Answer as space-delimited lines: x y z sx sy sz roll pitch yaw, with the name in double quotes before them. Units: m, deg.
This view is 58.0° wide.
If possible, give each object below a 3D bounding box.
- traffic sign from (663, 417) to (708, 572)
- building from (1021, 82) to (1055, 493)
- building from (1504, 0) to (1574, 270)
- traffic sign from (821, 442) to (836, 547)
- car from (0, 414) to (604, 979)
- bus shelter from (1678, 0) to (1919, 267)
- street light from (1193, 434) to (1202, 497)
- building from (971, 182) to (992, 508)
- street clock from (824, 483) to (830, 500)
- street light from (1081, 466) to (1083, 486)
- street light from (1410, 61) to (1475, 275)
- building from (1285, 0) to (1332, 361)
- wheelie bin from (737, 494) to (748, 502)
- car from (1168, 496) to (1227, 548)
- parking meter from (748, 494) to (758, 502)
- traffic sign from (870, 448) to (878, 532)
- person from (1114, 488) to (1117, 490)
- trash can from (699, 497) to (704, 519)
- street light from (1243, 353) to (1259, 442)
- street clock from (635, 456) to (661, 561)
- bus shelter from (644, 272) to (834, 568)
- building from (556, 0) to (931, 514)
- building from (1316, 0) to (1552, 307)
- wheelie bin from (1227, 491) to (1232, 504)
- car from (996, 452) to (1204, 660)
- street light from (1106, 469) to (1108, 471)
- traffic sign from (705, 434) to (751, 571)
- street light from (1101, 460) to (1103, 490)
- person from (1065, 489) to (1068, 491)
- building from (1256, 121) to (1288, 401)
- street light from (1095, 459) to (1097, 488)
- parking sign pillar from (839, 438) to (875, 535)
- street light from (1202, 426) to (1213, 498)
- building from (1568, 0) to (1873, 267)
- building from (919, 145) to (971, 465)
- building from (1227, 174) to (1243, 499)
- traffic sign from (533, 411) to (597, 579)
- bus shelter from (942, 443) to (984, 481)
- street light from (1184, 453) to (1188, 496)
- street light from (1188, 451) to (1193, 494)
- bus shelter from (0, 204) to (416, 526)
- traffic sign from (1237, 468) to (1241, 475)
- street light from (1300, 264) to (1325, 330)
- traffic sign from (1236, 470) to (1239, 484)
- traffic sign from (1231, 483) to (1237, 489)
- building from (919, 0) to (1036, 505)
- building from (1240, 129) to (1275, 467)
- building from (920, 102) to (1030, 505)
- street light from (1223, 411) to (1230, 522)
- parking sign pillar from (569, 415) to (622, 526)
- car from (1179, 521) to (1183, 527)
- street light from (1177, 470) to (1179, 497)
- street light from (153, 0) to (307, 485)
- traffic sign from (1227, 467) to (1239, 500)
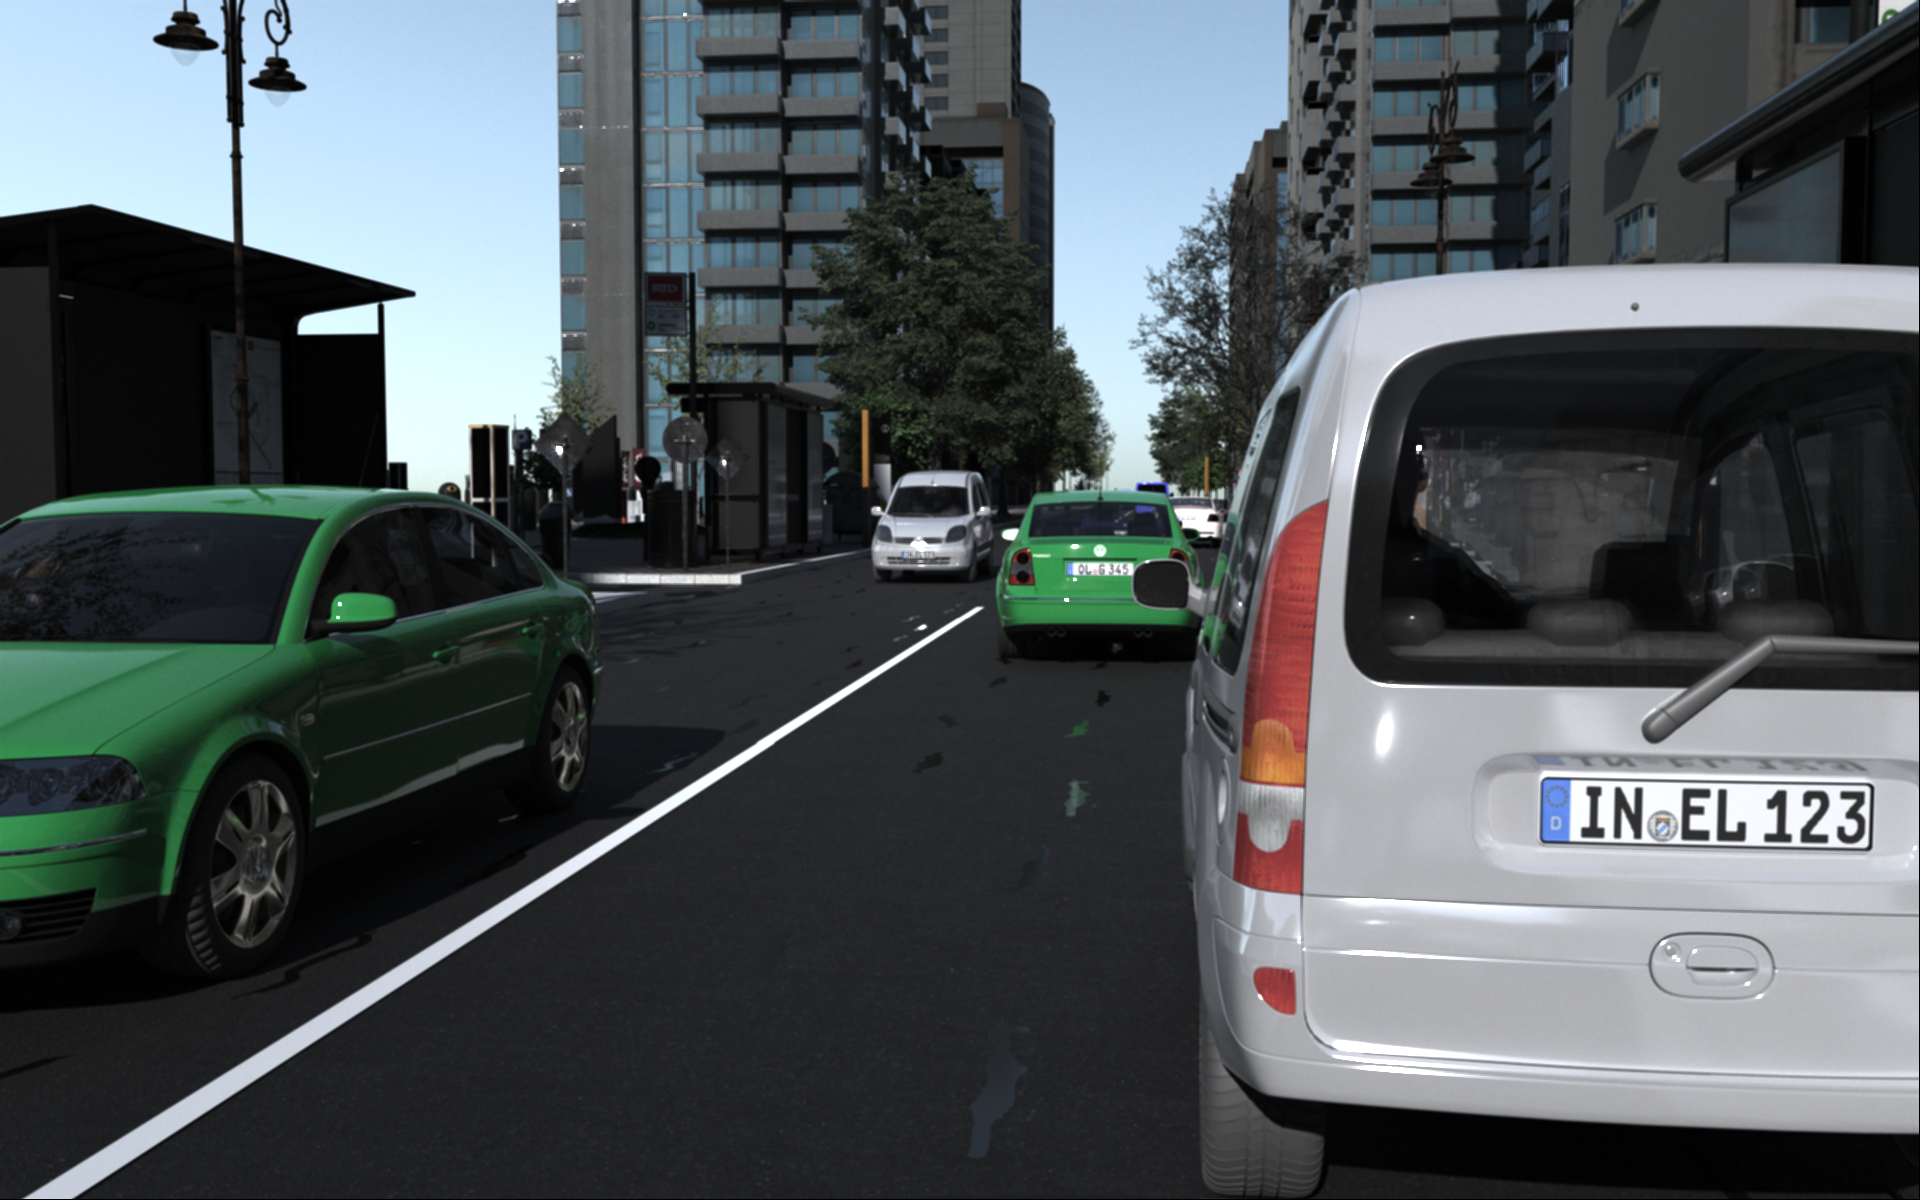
"traffic sign" -4.533 -1.739 28.536 0.768 2.556 0.104 0 4 8
"building" 1.963 -43.012 245.245 21.231 58.520 28.212 0 4 7
"building" 35.559 -46.958 80.439 22.319 86.520 31.000 0 4 7
"traffic sign" -3.385 -2.555 41.883 0.768 2.556 0.104 1 4 10
"car" -2.800 0.134 6.601 1.959 1.807 4.718 0 4 7
"bus shelter" 5.232 -1.906 8.797 2.179 5.291 8.768 0 4 7
"street light" 18.282 -9.761 132.386 0.468 5.910 1.993 0 4 7
"building" -4.745 -23.625 157.963 14.160 30.474 14.107 0 4 7
"street clock" -8.131 -6.151 105.133 0.471 2.002 0.358 0 4 -1
"street light" 12.157 -12.209 172.404 0.468 5.910 1.993 0 4 7
"street light" 5.274 -2.832 19.091 0.468 5.910 1.993 0 4 7
"building" 43.434 -34.493 153.203 28.713 52.752 27.495 0 4 7
"wheelie bin" -13.216 -5.983 105.731 0.693 1.594 0.980 -3 5 -42
"car" 6.272 -2.152 47.550 2.083 1.381 4.827 0 4 8
"parking meter" -7.137 -3.143 59.794 0.372 1.533 0.369 0 3 0
"traffic sign" -2.324 -2.924 47.915 0.768 2.556 0.104 1 4 12
"person" 10.397 -6.543 115.607 1.348 1.807 0.705 -1 4 -13
"trash can" -13.811 -4.854 91.018 0.748 1.137 0.748 0 3 0
"street light" 9.562 -5.153 57.038 0.468 5.910 1.993 0 4 7
"street clock" -5.994 -1.757 33.296 0.471 2.002 0.358 -1 4 -20
"bus shelter" -4.337 -3.448 34.014 2.179 5.291 8.768 0 4 6
"building" -14.070 -30.655 120.814 23.786 49.044 30.456 0 4 7
"building" 37.648 -30.886 124.599 23.786 49.044 30.456 0 4 7
"wheelie bin" 15.917 -5.689 100.928 0.693 1.594 0.980 0 4 3
"car" 1.328 -0.467 16.427 1.959 1.807 4.718 0 4 5
"street light" 21.690 -17.277 255.270 0.468 5.910 1.993 0 4 7
"traffic sign" -3.892 -1.551 29.009 0.795 2.450 0.064 0 4 7
"street light" 19.054 -15.920 233.074 0.468 5.910 1.993 0 4 7
"person" 6.674 -6.003 107.439 1.217 1.735 0.721 -2 4 -29
"building" 42.952 -34.123 208.029 14.600 45.320 14.200 0 4 7
"street light" 16.488 -14.568 210.975 0.468 5.910 1.993 0 4 7
"parking sign pillar" -3.188 -4.081 55.194 1.447 3.967 1.447 1 4 12
"street light" 15.684 -8.349 109.299 0.468 5.910 1.993 0 4 7
"building" 27.235 -25.629 42.733 21.600 48.544 21.300 0 4 7
"building" -7.088 -22.767 143.946 14.160 30.474 14.107 0 4 7
"building" 49.551 -38.139 247.270 21.300 48.544 21.600 0 4 7
"traffic sign" -4.803 -1.066 21.076 0.795 2.450 0.064 0 4 7
"bus shelter" 0.246 -5.195 76.223 1.731 3.624 6.357 0 4 7
"street light" 23.580 -12.561 178.153 0.468 5.910 1.993 0 4 7
"street light" 21.008 -11.175 155.497 0.468 5.910 1.993 0 4 7
"bus shelter" -7.532 -1.589 17.267 1.731 3.624 6.357 0 4 7
"traffic sign" 14.026 -5.300 86.660 0.884 2.594 0.081 1 4 14
"street light" 7.122 -3.800 34.925 0.468 5.910 1.993 0 4 7
"traffic sign" 14.998 -5.680 92.979 0.768 2.556 0.104 0 4 8
"traffic sign" 15.451 -5.934 97.127 0.768 2.556 0.104 0 4 7
"building" -0.617 -47.843 220.491 20.563 71.187 20.611 0 4 7
"building" 48.264 -36.800 225.387 21.300 48.544 21.600 0 4 7
"building" 0.683 -33.802 202.774 14.600 45.320 14.200 0 4 7
"street light" 12.152 -6.504 79.134 0.468 5.910 1.993 0 4 7
"parking sign pillar" -12.279 -4.339 59.415 1.447 3.967 1.447 1 4 22
"car" 2.903 -1.076 30.173 1.945 1.354 3.894 0 4 6
"street light" 30.378 -16.210 237.828 0.468 5.910 1.993 0 4 7
"street light" -5.975 -2.543 14.371 0.468 5.910 1.993 0 4 7
"traffic sign" 12.721 -4.941 80.790 0.884 2.594 0.081 1 4 9
